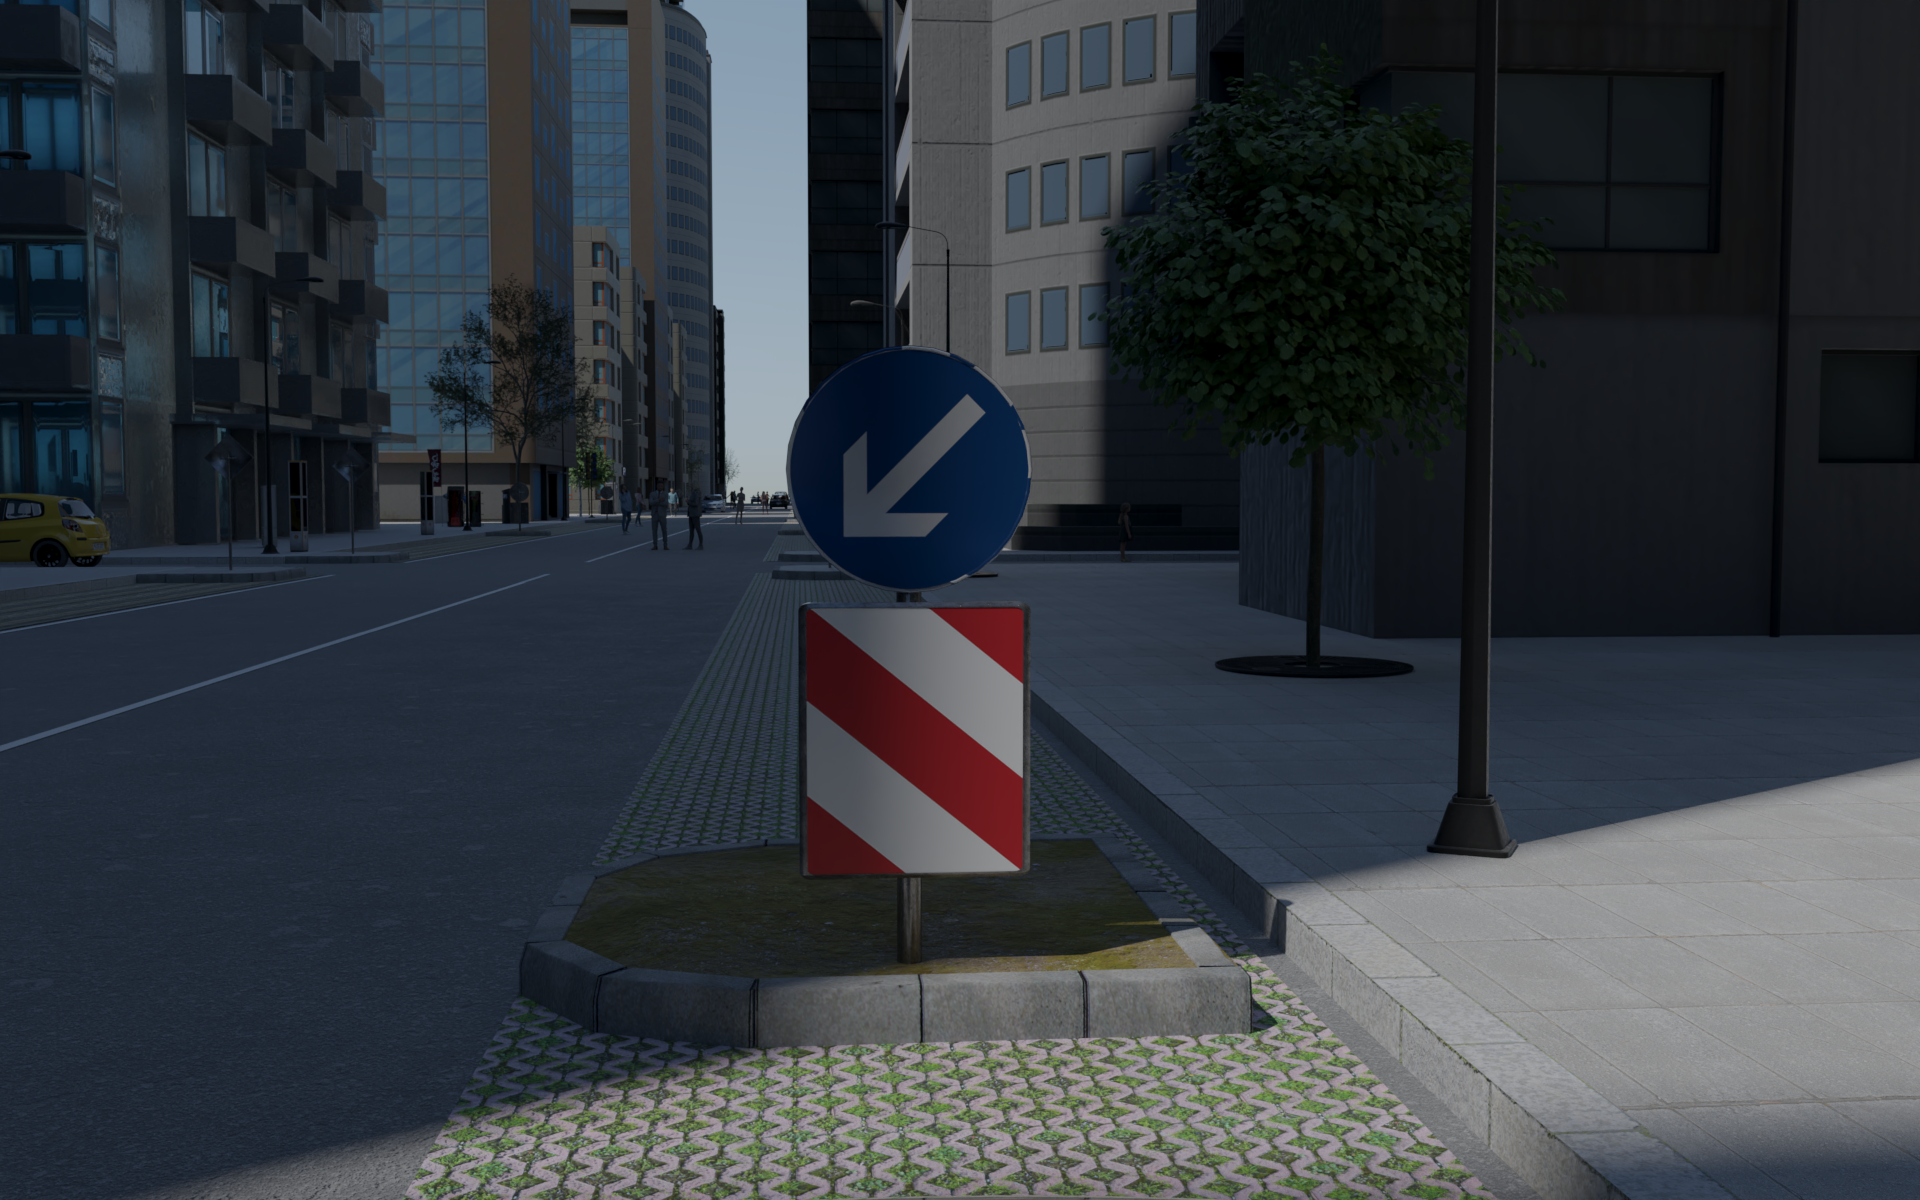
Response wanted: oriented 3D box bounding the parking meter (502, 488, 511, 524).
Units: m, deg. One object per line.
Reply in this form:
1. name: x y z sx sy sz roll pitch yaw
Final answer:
1. parking meter: -19.537 -4.046 74.558 0.372 1.533 0.369 0 3 0

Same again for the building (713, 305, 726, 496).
1. building: -42.590 -29.861 259.930 14.160 30.474 14.107 0 4 -5

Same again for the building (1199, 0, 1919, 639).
1. building: 10.030 -15.301 21.878 14.160 30.474 14.107 0 4 -5

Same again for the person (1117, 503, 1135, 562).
1. person: 3.506 -1.428 36.523 0.373 1.253 0.362 0 4 -2

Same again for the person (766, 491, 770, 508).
1. person: -20.404 -10.688 183.968 1.217 1.735 0.721 3 5 43

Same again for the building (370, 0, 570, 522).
1. building: -26.766 -26.529 83.862 14.600 45.320 14.200 0 4 -5

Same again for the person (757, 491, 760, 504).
1. person: -28.740 -14.582 246.932 0.705 1.822 1.348 0 4 2

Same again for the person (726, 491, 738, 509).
1. person: -21.514 -9.435 163.582 1.217 1.723 0.721 -1 4 -19

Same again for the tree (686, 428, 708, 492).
1. tree: -29.436 -14.468 186.906 4.360 8.622 3.978 0 3 0

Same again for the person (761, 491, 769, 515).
1. person: -13.421 -6.676 119.114 0.415 1.643 0.593 3 5 44

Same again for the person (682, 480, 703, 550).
1. person: -6.868 -2.193 44.540 0.526 1.800 0.537 -1 4 -15

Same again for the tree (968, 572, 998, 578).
1. tree: 0.183 -1.980 26.980 1.663 3.219 1.824 0 3 0

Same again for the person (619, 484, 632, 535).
1. person: -11.798 -3.200 61.085 0.793 1.790 0.793 0 4 -4

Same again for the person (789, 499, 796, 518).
1. person: -9.689 -5.704 101.873 0.709 1.813 0.853 -1 4 -15

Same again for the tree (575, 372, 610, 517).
1. tree: -21.751 -9.055 98.409 4.360 8.622 3.978 0 3 0

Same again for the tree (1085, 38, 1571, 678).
1. tree: 2.627 -1.763 12.535 4.285 4.588 4.351 0 3 0

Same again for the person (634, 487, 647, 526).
1. person: -14.222 -4.131 76.632 0.643 1.750 0.593 -3 5 -41

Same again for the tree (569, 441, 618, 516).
1. tree: -22.192 -7.318 103.363 4.285 4.588 4.351 0 3 0

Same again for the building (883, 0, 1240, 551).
1. building: 12.339 -30.924 47.603 28.212 58.520 21.231 0 4 -5

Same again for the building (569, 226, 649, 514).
1. building: -37.887 -17.135 125.204 27.650 21.520 28.899 0 4 -5

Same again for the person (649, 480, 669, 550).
1. person: -7.715 -2.186 44.426 0.511 1.800 0.466 -1 4 -16

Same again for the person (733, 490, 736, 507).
1. person: -24.095 -10.800 185.070 0.705 1.826 1.348 0 4 4

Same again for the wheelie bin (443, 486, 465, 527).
1. wheelie bin: -19.831 -3.681 68.093 0.980 1.594 0.693 0 4 -7

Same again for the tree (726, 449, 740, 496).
1. tree: -36.525 -19.617 271.104 4.360 8.622 3.978 0 3 0

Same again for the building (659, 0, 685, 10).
1. building: -44.930 -56.436 235.398 22.319 86.520 31.000 0 4 -5

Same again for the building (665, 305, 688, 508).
1. building: -41.440 -19.793 168.661 27.650 21.520 28.899 0 4 -5

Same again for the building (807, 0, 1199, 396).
1. building: 0.905 -18.217 69.544 14.160 30.474 14.107 0 4 -5

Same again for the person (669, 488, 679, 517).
1. person: -18.053 -6.151 109.091 0.660 1.820 0.620 0 4 -7

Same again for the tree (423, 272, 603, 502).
1. tree: -19.108 -8.529 73.867 8.767 10.594 7.601 1 4 12

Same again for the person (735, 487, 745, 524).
1. person: -10.492 -4.522 82.773 0.599 1.781 0.374 -2 4 -29

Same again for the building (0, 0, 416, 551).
1. building: -29.817 -26.263 49.003 23.786 49.044 30.456 0 4 -5

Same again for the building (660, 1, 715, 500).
1. building: -40.785 -40.670 206.958 21.231 58.520 28.212 0 4 -5

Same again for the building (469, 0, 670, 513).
1. building: -32.400 -30.401 147.163 14.600 45.320 14.200 0 4 -5
